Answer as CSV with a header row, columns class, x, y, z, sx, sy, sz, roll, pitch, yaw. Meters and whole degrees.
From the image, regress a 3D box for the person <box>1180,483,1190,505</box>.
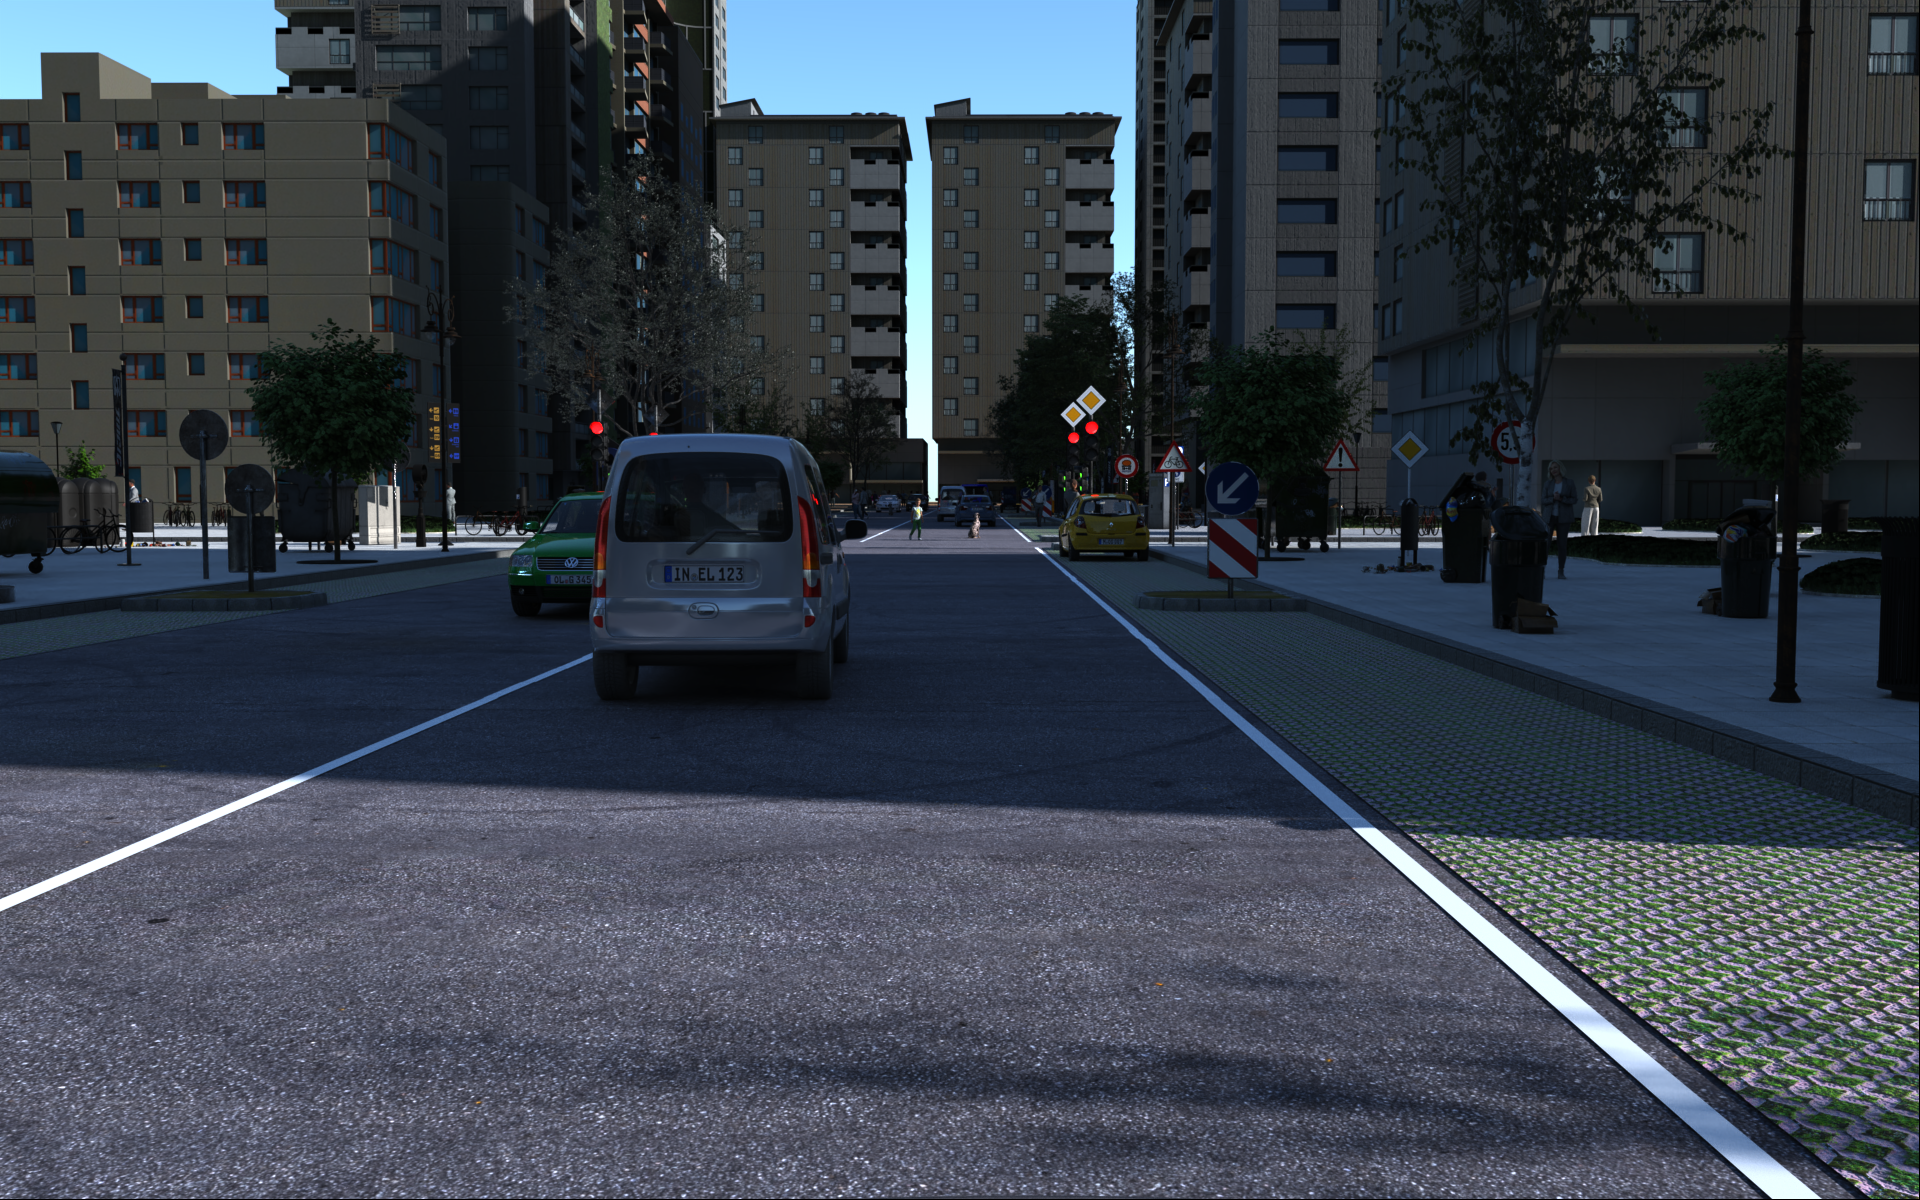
class,x,y,z,sx,sy,sz,roll,pitch,yaw
person,10.656,-4.640,81.876,0.573,1.828,0.580,-1,4,-20

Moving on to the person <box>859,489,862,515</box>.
class,x,y,z,sx,sy,sz,roll,pitch,yaw
person,-6.467,-6.274,111.636,0.362,1.759,0.519,0,4,-5

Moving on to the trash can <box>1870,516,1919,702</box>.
class,x,y,z,sx,sy,sz,roll,pitch,yaw
trash can,6.090,0.051,10.821,0.748,1.137,0.748,0,3,0

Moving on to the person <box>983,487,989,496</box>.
class,x,y,z,sx,sy,sz,roll,pitch,yaw
person,1.248,-4.819,87.385,0.767,1.812,0.694,0,4,-4

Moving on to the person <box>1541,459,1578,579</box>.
class,x,y,z,sx,sy,sz,roll,pitch,yaw
person,8.994,-1.213,26.052,0.537,1.800,0.526,3,4,36

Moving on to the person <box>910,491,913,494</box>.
class,x,y,z,sx,sy,sz,roll,pitch,yaw
person,-4.241,-8.906,154.817,0.721,1.736,1.217,0,4,-7

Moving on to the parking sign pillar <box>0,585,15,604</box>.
class,x,y,z,sx,sy,sz,roll,pitch,yaw
parking sign pillar,-11.938,-1.944,20.260,1.447,3.967,1.447,3,5,41

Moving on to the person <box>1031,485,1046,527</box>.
class,x,y,z,sx,sy,sz,roll,pitch,yaw
person,3.429,-4.094,75.540,0.679,1.850,0.850,1,4,12

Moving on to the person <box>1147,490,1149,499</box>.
class,x,y,z,sx,sy,sz,roll,pitch,yaw
person,19.518,-10.560,179.381,1.217,1.739,0.721,1,4,12

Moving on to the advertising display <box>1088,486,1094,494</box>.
class,x,y,z,sx,sy,sz,roll,pitch,yaw
advertising display,6.853,-5.317,92.148,0.123,1.923,0.974,-2,4,-24

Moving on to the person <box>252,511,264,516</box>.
class,x,y,z,sx,sy,sz,roll,pitch,yaw
person,-25.717,-3.502,63.482,0.473,1.802,0.592,2,4,34

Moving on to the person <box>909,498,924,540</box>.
class,x,y,z,sx,sy,sz,roll,pitch,yaw
person,-1.357,-2.503,53.676,0.306,1.304,0.590,-3,4,-38

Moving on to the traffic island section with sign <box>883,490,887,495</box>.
class,x,y,z,sx,sy,sz,roll,pitch,yaw
traffic island section with sign,-7.913,-10.610,182.103,1.989,1.847,2.006,0,4,0

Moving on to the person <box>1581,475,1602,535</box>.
class,x,y,z,sx,sy,sz,roll,pitch,yaw
person,15.886,-2.266,43.633,0.519,1.759,0.362,0,4,-6

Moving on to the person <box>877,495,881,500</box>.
class,x,y,z,sx,sy,sz,roll,pitch,yaw
person,-9.749,-11.968,207.411,0.697,1.427,0.421,2,4,29

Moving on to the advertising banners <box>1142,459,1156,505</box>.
class,x,y,z,sx,sy,sz,roll,pitch,yaw
advertising banners,9.583,-5.598,87.713,0.090,3.025,2.074,-1,4,-11

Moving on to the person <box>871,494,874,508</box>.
class,x,y,z,sx,sy,sz,roll,pitch,yaw
person,-8.691,-9.887,173.367,0.599,1.433,0.991,2,4,35

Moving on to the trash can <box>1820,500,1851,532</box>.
class,x,y,z,sx,sy,sz,roll,pitch,yaw
trash can,22.353,-1.994,44.261,0.748,1.137,0.748,0,3,0

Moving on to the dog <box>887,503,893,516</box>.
class,x,y,z,sx,sy,sz,roll,pitch,yaw
dog,-4.719,-6.049,115.739,0.513,0.831,0.800,2,4,32

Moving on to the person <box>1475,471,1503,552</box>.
class,x,y,z,sx,sy,sz,roll,pitch,yaw
person,11.600,-1.940,38.127,0.716,1.782,0.532,2,4,25

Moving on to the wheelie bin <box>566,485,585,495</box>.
class,x,y,z,sx,sy,sz,roll,pitch,yaw
wheelie bin,-13.951,-3.379,63.148,0.980,1.594,0.693,-2,4,-35

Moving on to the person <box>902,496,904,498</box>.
class,x,y,z,sx,sy,sz,roll,pitch,yaw
person,-5.535,-8.962,155.744,1.217,1.735,0.721,1,4,14

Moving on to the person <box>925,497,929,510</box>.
class,x,y,z,sx,sy,sz,roll,pitch,yaw
person,-3.202,-8.864,156.623,0.799,1.438,0.628,-3,5,-40

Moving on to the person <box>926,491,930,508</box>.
class,x,y,z,sx,sy,sz,roll,pitch,yaw
person,-3.303,-10.412,179.415,0.721,1.739,1.217,1,4,17

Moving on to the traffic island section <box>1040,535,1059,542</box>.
class,x,y,z,sx,sy,sz,roll,pitch,yaw
traffic island section,3.463,-1.869,52.843,2.009,0.180,2.903,0,4,0

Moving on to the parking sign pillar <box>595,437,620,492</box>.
class,x,y,z,sx,sy,sz,roll,pitch,yaw
parking sign pillar,-14.511,-5.119,72.169,1.447,3.967,1.447,0,4,6

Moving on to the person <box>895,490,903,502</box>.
class,x,y,z,sx,sy,sz,roll,pitch,yaw
person,-5.486,-8.795,152.849,0.990,1.755,0.434,0,4,-6

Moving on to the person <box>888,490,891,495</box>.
class,x,y,z,sx,sy,sz,roll,pitch,yaw
person,-6.924,-9.799,168.717,0.705,1.824,1.348,-2,4,-26

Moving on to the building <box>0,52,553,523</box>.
class,x,y,z,sx,sy,sz,roll,pitch,yaw
building,-38.705,-15.014,90.525,27.650,21.520,28.899,0,4,0

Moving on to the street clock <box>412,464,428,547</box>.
class,x,y,z,sx,sy,sz,roll,pitch,yaw
street clock,-13.064,-2.285,41.933,0.358,2.002,0.471,0,4,1

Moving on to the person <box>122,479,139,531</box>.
class,x,y,z,sx,sy,sz,roll,pitch,yaw
person,-28.271,-3.241,59.305,0.850,1.792,0.678,-2,4,-26

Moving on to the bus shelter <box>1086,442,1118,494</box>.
class,x,y,z,sx,sy,sz,roll,pitch,yaw
bus shelter,9.000,-7.959,107.765,2.179,5.291,8.768,0,4,0

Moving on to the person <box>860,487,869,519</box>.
class,x,y,z,sx,sy,sz,roll,pitch,yaw
person,-5.442,-5.537,98.879,0.795,1.843,0.661,2,4,29

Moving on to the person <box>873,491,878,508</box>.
class,x,y,z,sx,sy,sz,roll,pitch,yaw
person,-8.024,-9.428,163.572,0.541,1.710,0.530,-2,4,-27

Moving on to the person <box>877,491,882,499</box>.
class,x,y,z,sx,sy,sz,roll,pitch,yaw
person,-8.235,-10.681,183.846,1.217,1.735,0.721,-2,4,-25

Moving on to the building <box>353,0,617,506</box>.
class,x,y,z,sx,sy,sz,roll,pitch,yaw
building,-32.219,-26.649,119.310,14.154,41.232,14.086,0,4,0

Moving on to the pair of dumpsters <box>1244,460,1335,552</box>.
class,x,y,z,sx,sy,sz,roll,pitch,yaw
pair of dumpsters,7.492,-2.294,40.003,1.574,2.255,4.437,0,4,1

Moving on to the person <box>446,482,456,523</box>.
class,x,y,z,sx,sy,sz,roll,pitch,yaw
person,-21.995,-4.180,74.566,0.466,1.800,0.511,1,4,12

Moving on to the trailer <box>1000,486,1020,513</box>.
class,x,y,z,sx,sy,sz,roll,pitch,yaw
trailer,3.811,-7.652,132.163,1.471,1.999,3.904,0,4,2

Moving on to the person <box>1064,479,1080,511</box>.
class,x,y,z,sx,sy,sz,roll,pitch,yaw
person,2.780,-2.026,41.906,0.520,1.790,0.573,2,4,27

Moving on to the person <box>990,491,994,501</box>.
class,x,y,z,sx,sy,sz,roll,pitch,yaw
person,3.053,-10.257,176.937,0.721,1.736,1.217,3,5,43

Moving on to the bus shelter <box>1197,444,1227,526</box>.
class,x,y,z,sx,sy,sz,roll,pitch,yaw
bus shelter,8.980,-3.775,55.652,2.014,3.302,5.546,0,4,0

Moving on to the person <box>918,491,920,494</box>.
class,x,y,z,sx,sy,sz,roll,pitch,yaw
person,-4.513,-11.141,190.792,0.705,1.807,1.348,0,4,1

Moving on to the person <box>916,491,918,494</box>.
class,x,y,z,sx,sy,sz,roll,pitch,yaw
person,-4.711,-10.764,185.204,0.721,1.735,1.217,0,4,3

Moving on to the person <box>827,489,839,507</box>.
class,x,y,z,sx,sy,sz,roll,pitch,yaw
person,-12.624,-10.133,171.726,1.348,1.822,0.705,-1,4,-9

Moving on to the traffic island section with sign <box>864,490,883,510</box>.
class,x,y,z,sx,sy,sz,roll,pitch,yaw
traffic island section with sign,-8.128,-8.934,154.704,1.989,1.847,2.006,0,4,0

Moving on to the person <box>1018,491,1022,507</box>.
class,x,y,z,sx,sy,sz,roll,pitch,yaw
person,6.095,-10.157,173.580,0.415,1.643,0.593,3,4,37

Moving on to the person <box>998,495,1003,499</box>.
class,x,y,z,sx,sy,sz,roll,pitch,yaw
person,4.529,-10.973,188.625,0.721,1.735,1.217,2,4,35

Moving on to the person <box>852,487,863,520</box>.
class,x,y,z,sx,sy,sz,roll,pitch,yaw
person,-4.703,-4.315,79.643,0.643,1.750,0.593,0,4,1

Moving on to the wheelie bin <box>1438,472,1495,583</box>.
class,x,y,z,sx,sy,sz,roll,pitch,yaw
wheelie bin,7.375,-1.057,25.190,0.693,1.594,0.980,2,4,28

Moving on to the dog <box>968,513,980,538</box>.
class,x,y,z,sx,sy,sz,roll,pitch,yaw
dog,0.352,-2.413,56.291,0.800,0.831,0.513,-1,4,-22

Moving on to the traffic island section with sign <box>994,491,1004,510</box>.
class,x,y,z,sx,sy,sz,roll,pitch,yaw
traffic island section with sign,4.295,-8.928,154.594,1.989,1.847,2.006,0,4,0

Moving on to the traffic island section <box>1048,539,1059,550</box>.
class,x,y,z,sx,sy,sz,roll,pitch,yaw
traffic island section,3.399,-1.381,44.858,2.009,0.180,2.903,0,4,0

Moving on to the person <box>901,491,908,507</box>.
class,x,y,z,sx,sy,sz,roll,pitch,yaw
person,-6.387,-11.459,195.835,1.348,1.826,0.705,1,4,11

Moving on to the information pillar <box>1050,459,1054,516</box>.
class,x,y,z,sx,sy,sz,roll,pitch,yaw
information pillar,5.502,-6.840,103.191,0.183,3.616,0.504,-1,4,-17
